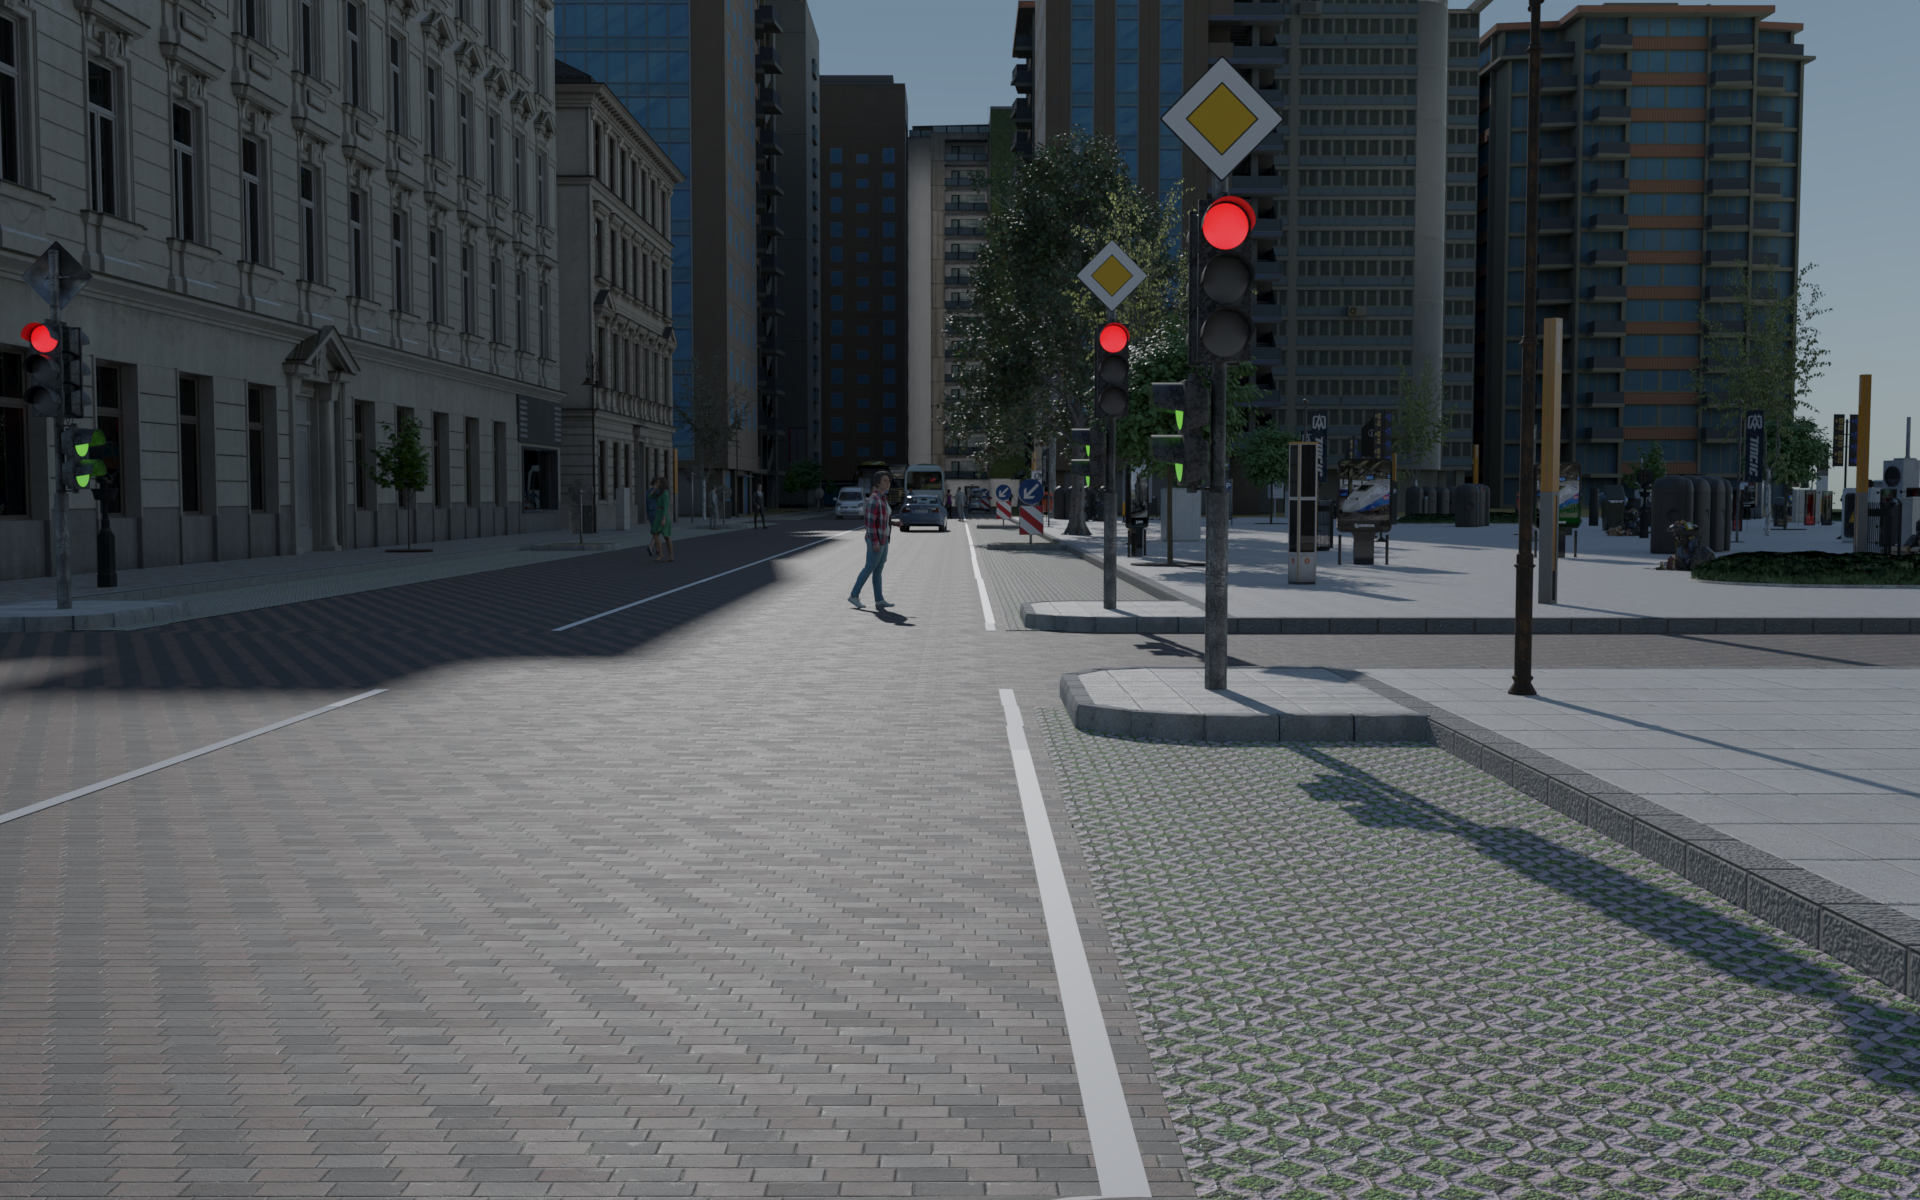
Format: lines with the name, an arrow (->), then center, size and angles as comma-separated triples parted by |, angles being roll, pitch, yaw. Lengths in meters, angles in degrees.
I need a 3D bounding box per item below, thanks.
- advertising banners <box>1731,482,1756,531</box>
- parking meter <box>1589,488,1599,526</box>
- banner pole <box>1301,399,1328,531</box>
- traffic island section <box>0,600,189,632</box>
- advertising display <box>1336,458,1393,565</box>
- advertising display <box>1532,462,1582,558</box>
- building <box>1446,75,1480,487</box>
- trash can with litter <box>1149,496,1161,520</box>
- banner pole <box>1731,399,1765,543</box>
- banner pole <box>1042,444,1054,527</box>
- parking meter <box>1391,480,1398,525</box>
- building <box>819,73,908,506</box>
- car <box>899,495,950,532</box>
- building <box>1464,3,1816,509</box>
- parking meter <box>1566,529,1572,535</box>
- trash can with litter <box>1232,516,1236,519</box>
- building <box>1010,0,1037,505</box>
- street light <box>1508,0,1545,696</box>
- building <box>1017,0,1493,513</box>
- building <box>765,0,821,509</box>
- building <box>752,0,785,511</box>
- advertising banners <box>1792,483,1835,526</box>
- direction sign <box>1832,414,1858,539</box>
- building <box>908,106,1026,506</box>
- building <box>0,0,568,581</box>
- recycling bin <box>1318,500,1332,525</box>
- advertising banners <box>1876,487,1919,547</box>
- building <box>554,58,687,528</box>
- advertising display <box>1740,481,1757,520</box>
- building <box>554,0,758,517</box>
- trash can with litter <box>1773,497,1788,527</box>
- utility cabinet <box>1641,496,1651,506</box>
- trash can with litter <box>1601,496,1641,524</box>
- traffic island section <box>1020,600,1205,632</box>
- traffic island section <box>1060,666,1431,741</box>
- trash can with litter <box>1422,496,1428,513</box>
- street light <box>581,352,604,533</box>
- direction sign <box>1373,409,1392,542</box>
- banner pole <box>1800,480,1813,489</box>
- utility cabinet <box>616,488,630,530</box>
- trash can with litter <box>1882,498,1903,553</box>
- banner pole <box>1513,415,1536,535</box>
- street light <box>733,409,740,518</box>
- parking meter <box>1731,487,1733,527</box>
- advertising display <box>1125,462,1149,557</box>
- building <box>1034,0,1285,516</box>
advertising banners -> 26.784, -3.881, 59.649 | 0.090, 3.025, 2.074 | -1, 4, -14
parking meter -> 25.558, -3.756, 69.827 | 0.372, 1.533, 0.369 | 0, 3, 0
banner pole -> 9.315, -3.405, 45.683 | 0.863, 3.779, 0.401 | -1, 4, -11
traffic island section -> -10.041, 0.177, 19.393 | 2.009, 0.180, 2.903 | 0, 3, 0
advertising display -> 7.322, -1.601, 31.384 | 0.974, 1.923, 0.123 | 0, 4, 3
advertising display -> 12.049, -1.821, 34.984 | 0.974, 1.923, 0.123 | 0, 4, -7
building -> 39.363, -29.260, 161.997 | 14.086, 41.232, 14.154 | 0, 3, 0
trash can with litter -> 9.684, -4.510, 84.800 | 2.233, 1.210, 1.678 | 3, 5, 44
banner pole -> 20.776, -3.405, 45.685 | 0.401, 3.779, 0.863 | -3, 5, -43
banner pole -> 3.349, -4.721, 67.203 | 0.401, 3.779, 0.863 | -1, 4, -23
parking meter -> 18.129, -4.090, 72.587 | 0.399, 1.863, 0.255 | -3, 4, -36
building -> -12.729, -32.750, 185.581 | 14.200, 45.320, 14.600 | 0, 3, 0
car -> -1.418, -3.400, 67.597 | 2.014, 1.417, 4.499 | 0, 4, 1
building -> 61.032, -30.763, 157.597 | 28.867, 44.769, 22.147 | 0, 3, 0
parking meter -> 18.896, -2.953, 53.991 | 0.399, 1.863, 0.255 | -2, 4, -29
trash can with litter -> 13.977, -4.874, 90.754 | 1.678, 1.210, 2.233 | 3, 4, 38
building -> 15.715, -30.572, 154.479 | 22.147, 44.769, 28.867 | 0, 3, 0
street light -> 3.608, -2.333, 10.933 | 0.468, 5.910, 1.993 | 0, 3, 0
building -> 20.602, -26.671, 127.959 | 32.217, 40.220, 23.993 | 0, 3, 0
building -> -24.111, -32.690, 158.182 | 21.600, 48.544, 21.300 | 0, 3, 0
building -> -24.328, -28.660, 123.217 | 22.147, 44.769, 28.867 | 0, 3, 0
advertising banners -> 34.719, -4.553, 70.632 | 2.074, 3.025, 0.090 | 0, 4, -8
direction sign -> 25.104, -3.493, 49.103 | 0.876, 3.537, 0.379 | -1, 4, -13
building -> 1.413, -30.734, 186.098 | 14.086, 41.232, 14.154 | 0, 3, 0
building -> -21.958, -16.194, 41.189 | 17.030, 29.872, 44.131 | 0, 3, 0
recycling bin -> 14.864, -3.600, 71.410 | 0.722, 1.027, 0.722 | 0, 4, -8
advertising banners -> 22.783, -2.761, 41.338 | 0.090, 3.025, 2.074 | -1, 4, -20
building -> -18.266, -12.755, 73.169 | 10.561, 19.102, 19.286 | 0, 3, 0
advertising display -> 39.054, -4.935, 85.904 | 0.123, 1.923, 0.974 | -2, 4, -31
building -> -19.699, -27.604, 101.435 | 14.600, 45.320, 14.200 | 0, 3, 0
trash can with litter -> 32.287, -3.461, 67.972 | 0.624, 1.170, 1.055 | 1, 4, 12
utility cabinet -> 27.689, -3.589, 69.849 | 0.306, 1.237, 1.020 | 1, 4, 11
trash can with litter -> 28.516, -3.844, 73.912 | 2.233, 1.210, 1.678 | 1, 4, 12
traffic island section -> 1.701, 0.176, 19.395 | 2.009, 0.180, 2.903 | 0, 3, 0
traffic island section -> 1.706, 0.665, 11.410 | 2.009, 0.180, 2.903 | 0, 3, 0
trash can with litter -> 21.579, -4.213, 79.942 | 1.678, 1.210, 2.233 | 1, 4, 19
street light -> -11.991, -5.131, 56.676 | 0.468, 5.910, 1.993 | 0, 3, 0
direction sign -> 11.274, -3.320, 46.286 | 0.379, 3.537, 0.876 | 3, 5, 44
banner pole -> 45.060, -6.241, 92.051 | 0.401, 3.779, 0.863 | -3, 4, -38
utility cabinet -> -11.951, -3.221, 61.341 | 0.318, 1.500, 1.173 | 0, 4, -1
trash can with litter -> 17.714, -1.346, 33.068 | 1.678, 1.210, 2.233 | 0, 4, 1
banner pole -> 17.765, -3.934, 54.332 | 0.863, 3.779, 0.401 | -2, 4, -28
street light -> -12.082, -7.405, 93.865 | 0.468, 5.910, 1.993 | 0, 3, 0
parking meter -> 24.829, -2.920, 56.156 | 0.372, 1.533, 0.369 | 0, 3, 0
advertising display -> 3.625, -1.849, 35.441 | 0.123, 1.923, 0.974 | 2, 4, 28
building -> 11.902, -28.045, 108.646 | 14.600, 45.320, 14.200 | 0, 3, 0
